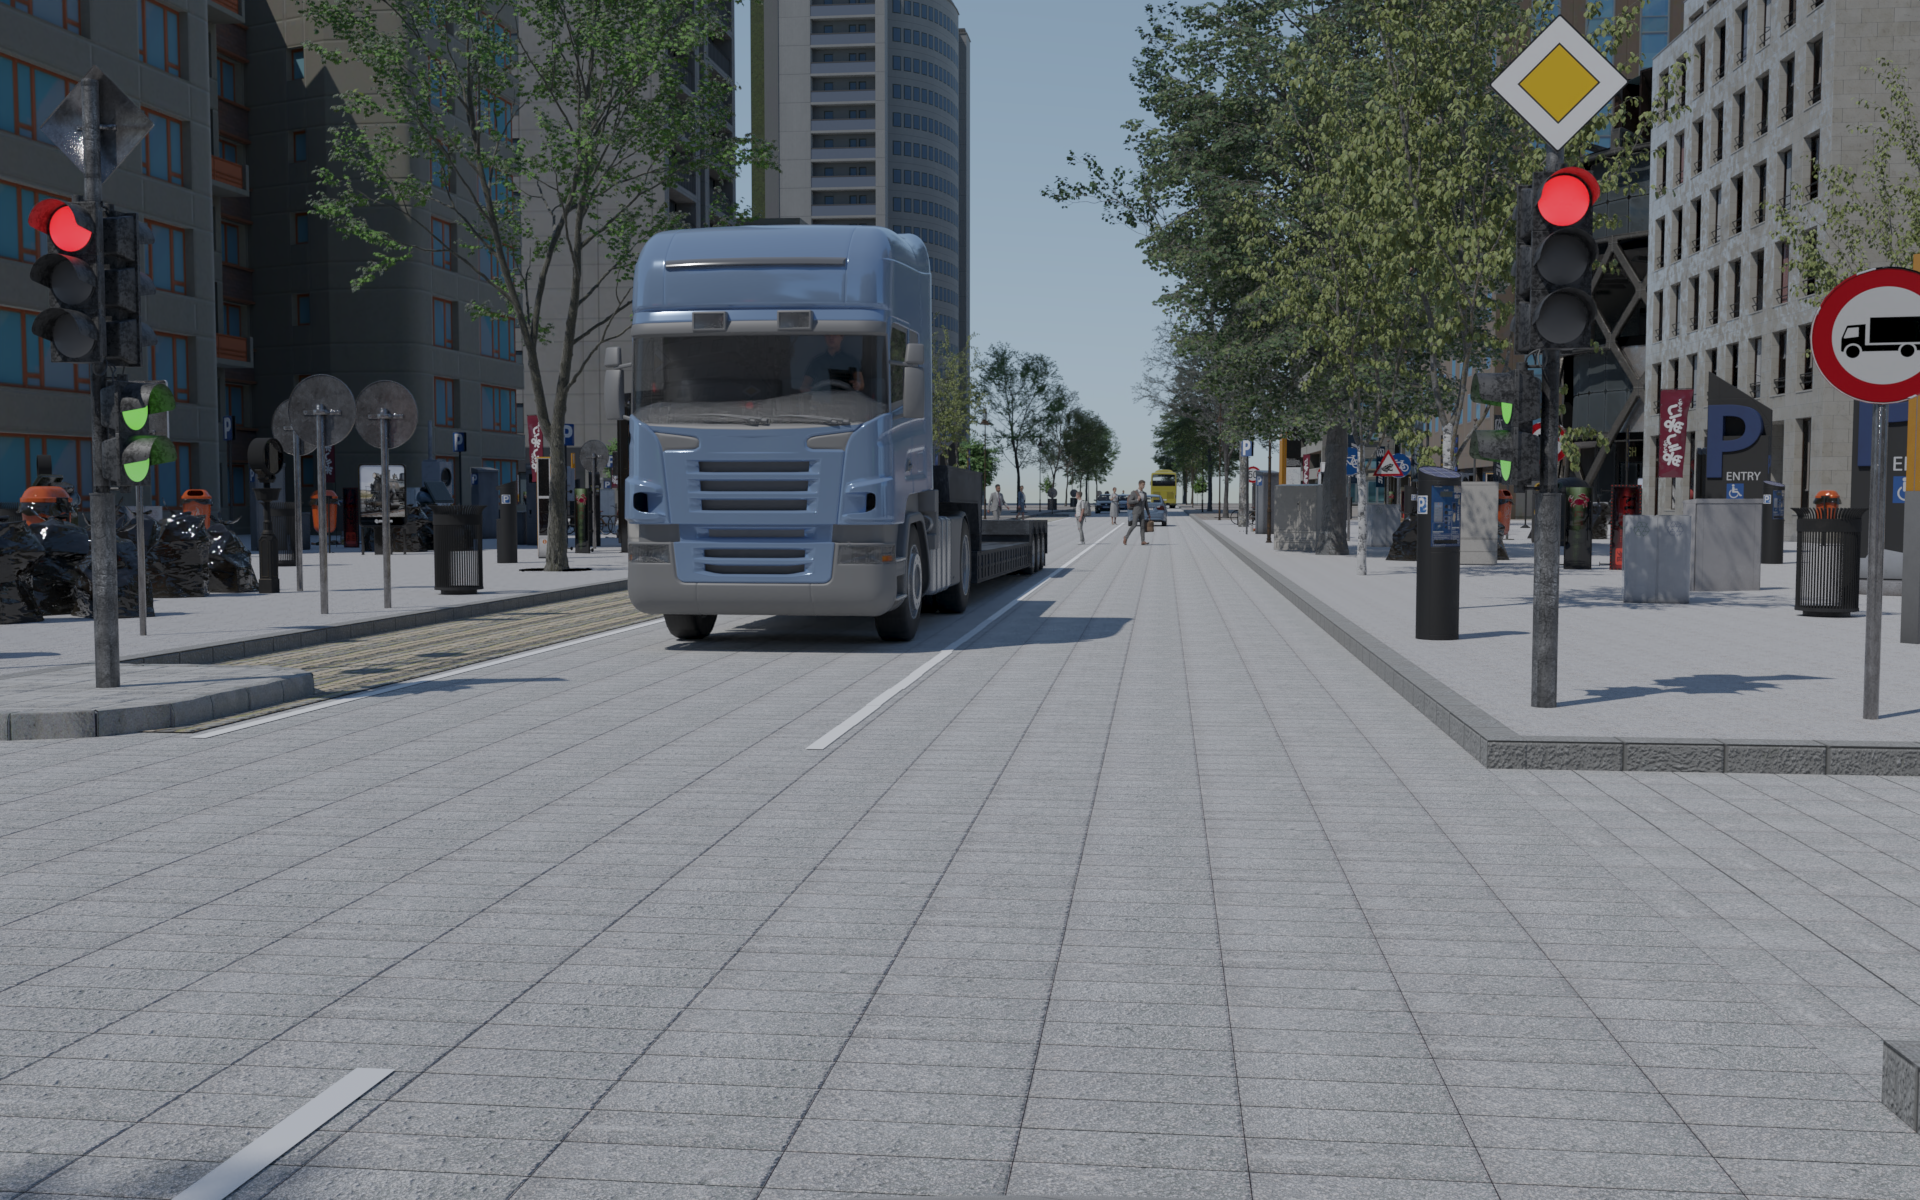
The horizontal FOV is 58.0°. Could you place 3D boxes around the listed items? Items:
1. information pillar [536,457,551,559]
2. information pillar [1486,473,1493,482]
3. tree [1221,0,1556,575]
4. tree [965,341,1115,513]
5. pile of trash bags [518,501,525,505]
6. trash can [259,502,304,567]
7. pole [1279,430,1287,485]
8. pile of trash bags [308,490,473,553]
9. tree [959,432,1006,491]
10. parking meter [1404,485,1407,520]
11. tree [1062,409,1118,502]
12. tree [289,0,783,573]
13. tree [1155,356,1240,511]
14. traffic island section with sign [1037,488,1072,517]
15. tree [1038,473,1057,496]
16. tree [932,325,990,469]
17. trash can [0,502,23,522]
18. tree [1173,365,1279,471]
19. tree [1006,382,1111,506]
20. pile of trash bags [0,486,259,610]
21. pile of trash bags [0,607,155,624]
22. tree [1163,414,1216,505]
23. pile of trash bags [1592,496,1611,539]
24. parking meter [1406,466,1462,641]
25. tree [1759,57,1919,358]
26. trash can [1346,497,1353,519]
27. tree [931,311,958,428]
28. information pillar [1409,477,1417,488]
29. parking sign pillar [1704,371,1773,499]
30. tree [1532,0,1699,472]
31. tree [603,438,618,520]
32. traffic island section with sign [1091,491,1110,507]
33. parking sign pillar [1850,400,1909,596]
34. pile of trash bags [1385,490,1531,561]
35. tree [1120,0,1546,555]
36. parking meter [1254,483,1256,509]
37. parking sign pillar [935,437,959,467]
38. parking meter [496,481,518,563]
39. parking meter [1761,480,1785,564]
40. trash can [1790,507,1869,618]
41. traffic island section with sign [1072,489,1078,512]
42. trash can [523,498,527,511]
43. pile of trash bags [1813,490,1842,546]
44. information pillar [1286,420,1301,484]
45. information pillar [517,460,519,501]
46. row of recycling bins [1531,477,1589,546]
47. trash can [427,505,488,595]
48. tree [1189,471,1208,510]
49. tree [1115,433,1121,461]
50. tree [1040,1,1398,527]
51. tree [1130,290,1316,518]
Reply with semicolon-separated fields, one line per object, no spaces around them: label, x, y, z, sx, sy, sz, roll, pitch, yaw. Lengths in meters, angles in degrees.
information pillar;-8.217;-1.835;34.488;0.304;2.012;0.304;1;4;12
information pillar;18.609;-3.445;60.815;0.304;2.012;0.304;1;4;16
tree;6.234;-4.682;26.906;4.737;8.622;4.395;0;3;0
tree;3.890;-11.764;118.090;9.928;11.665;9.643;0;3;0
pile of trash bags;-18.421;-3.780;71.551;1.912;1.369;3.447;1;4;14
trash can;-12.045;-1.170;30.784;0.748;1.137;0.748;0;3;0
pole;9.270;-3.420;49.765;0.158;3.312;0.155;0;3;0
pile of trash bags;-12.732;-1.764;38.591;3.447;1.369;1.912;-3;5;-39
tree;0.777;-6.588;91.425;4.285;4.588;4.351;0;3;0
parking meter;12.837;-2.502;49.322;0.372;1.533;0.369;0;3;0
tree;17.360;-19.197;232.002;7.486;12.596;7.792;0;3;0
tree;-6.764;-6.273;28.322;9.928;11.665;9.643;0;3;0
tree;18.314;-12.858;128.361;7.486;12.596;7.792;0;3;0
traffic island section with sign;5.965;-6.249;110.791;1.989;1.847;2.006;0;4;7
tree;7.695;-9.775;154.427;1.663;3.219;1.824;0;3;0
tree;-0.543;-7.600;74.630;4.737;8.622;4.395;0;3;0
trash can;-16.542;-1.146;30.392;0.748;1.137;0.748;0;3;0
tree;17.184;-10.732;109.884;7.601;10.594;8.767;-3;4;-37
tree;7.787;-12.824;144.085;8.767;10.594;7.601;-2;4;-29
pile of trash bags;-10.326;-0.716;21.464;1.912;1.369;3.447;1;4;9
pile of trash bags;-10.143;-0.473;17.481;1.912;1.369;3.447;3;5;45
tree;28.396;-17.452;211.087;9.928;11.665;9.643;0;3;0
pile of trash bags;17.698;-2.397;48.944;1.912;1.369;3.447;-1;4;-22
parking meter;4.226;-0.421;15.297;0.372;1.533;0.369;0;3;0
tree;15.465;-4.743;27.904;4.737;8.622;4.395;0;3;0
trash can;18.802;-4.450;84.409;0.748;1.137;0.748;0;3;0
tree;-2.224;-7.041;65.475;4.360;8.622;3.978;0;3;0
information pillar;19.363;-4.256;74.075;0.304;2.012;0.304;0;4;1
parking sign pillar;16.904;-3.008;37.659;1.447;3.967;1.447;2;4;34
tree;5.464;-4.189;18.848;4.737;8.622;4.395;0;3;0
tree;-16.492;-6.252;85.934;4.285;4.588;4.351;0;3;0
traffic island section with sign;15.533;-11.234;192.299;1.989;1.847;2.006;0;4;7
parking sign pillar;12.176;-2.062;22.190;1.447;3.967;1.447;2;4;32
pile of trash bags;9.937;-1.487;34.069;1.912;1.369;3.447;3;5;43
tree;7.861;-7.928;36.283;9.857;13.997;8.962;0;3;0
parking meter;14.455;-4.789;84.009;0.399;1.863;0.255;0;4;5
parking sign pillar;-0.641;-5.661;81.033;1.447;3.967;1.447;3;5;43
parking meter;-8.415;-1.452;32.155;0.372;1.533;0.369;0;3;0
parking meter;14.928;-1.430;31.799;0.372;1.533;0.369;0;3;0
trash can;9.099;-0.398;18.157;0.748;1.137;0.748;0;3;0
traffic island section with sign;9.127;-7.893;137.682;1.989;1.847;2.006;0;4;7
trash can;-15.660;-3.174;63.556;0.748;1.137;0.748;0;3;0
pile of trash bags;22.525;-1.970;41.962;3.447;1.369;1.912;3;5;40
information pillar;10.335;-3.820;53.816;0.504;3.616;0.183;1;4;23
information pillar;-19.245;-5.105;74.829;0.183;3.616;0.504;1;4;17
row of recycling bins;15.325;-2.262;44.096;1.069;1.692;3.534;0;4;8
trash can;-6.431;-0.645;22.204;0.748;1.137;0.748;0;3;0
tree;19.925;-9.042;142.437;1.663;3.219;1.824;0;3;0
tree;19.267;-19.538;245.206;9.928;11.665;9.643;0;3;0
tree;9.914;-12.971;67.966;12.611;20.169;13.585;0;3;0
tree;14.201;-11.096;91.782;12.009;13.543;11.850;0;3;0
